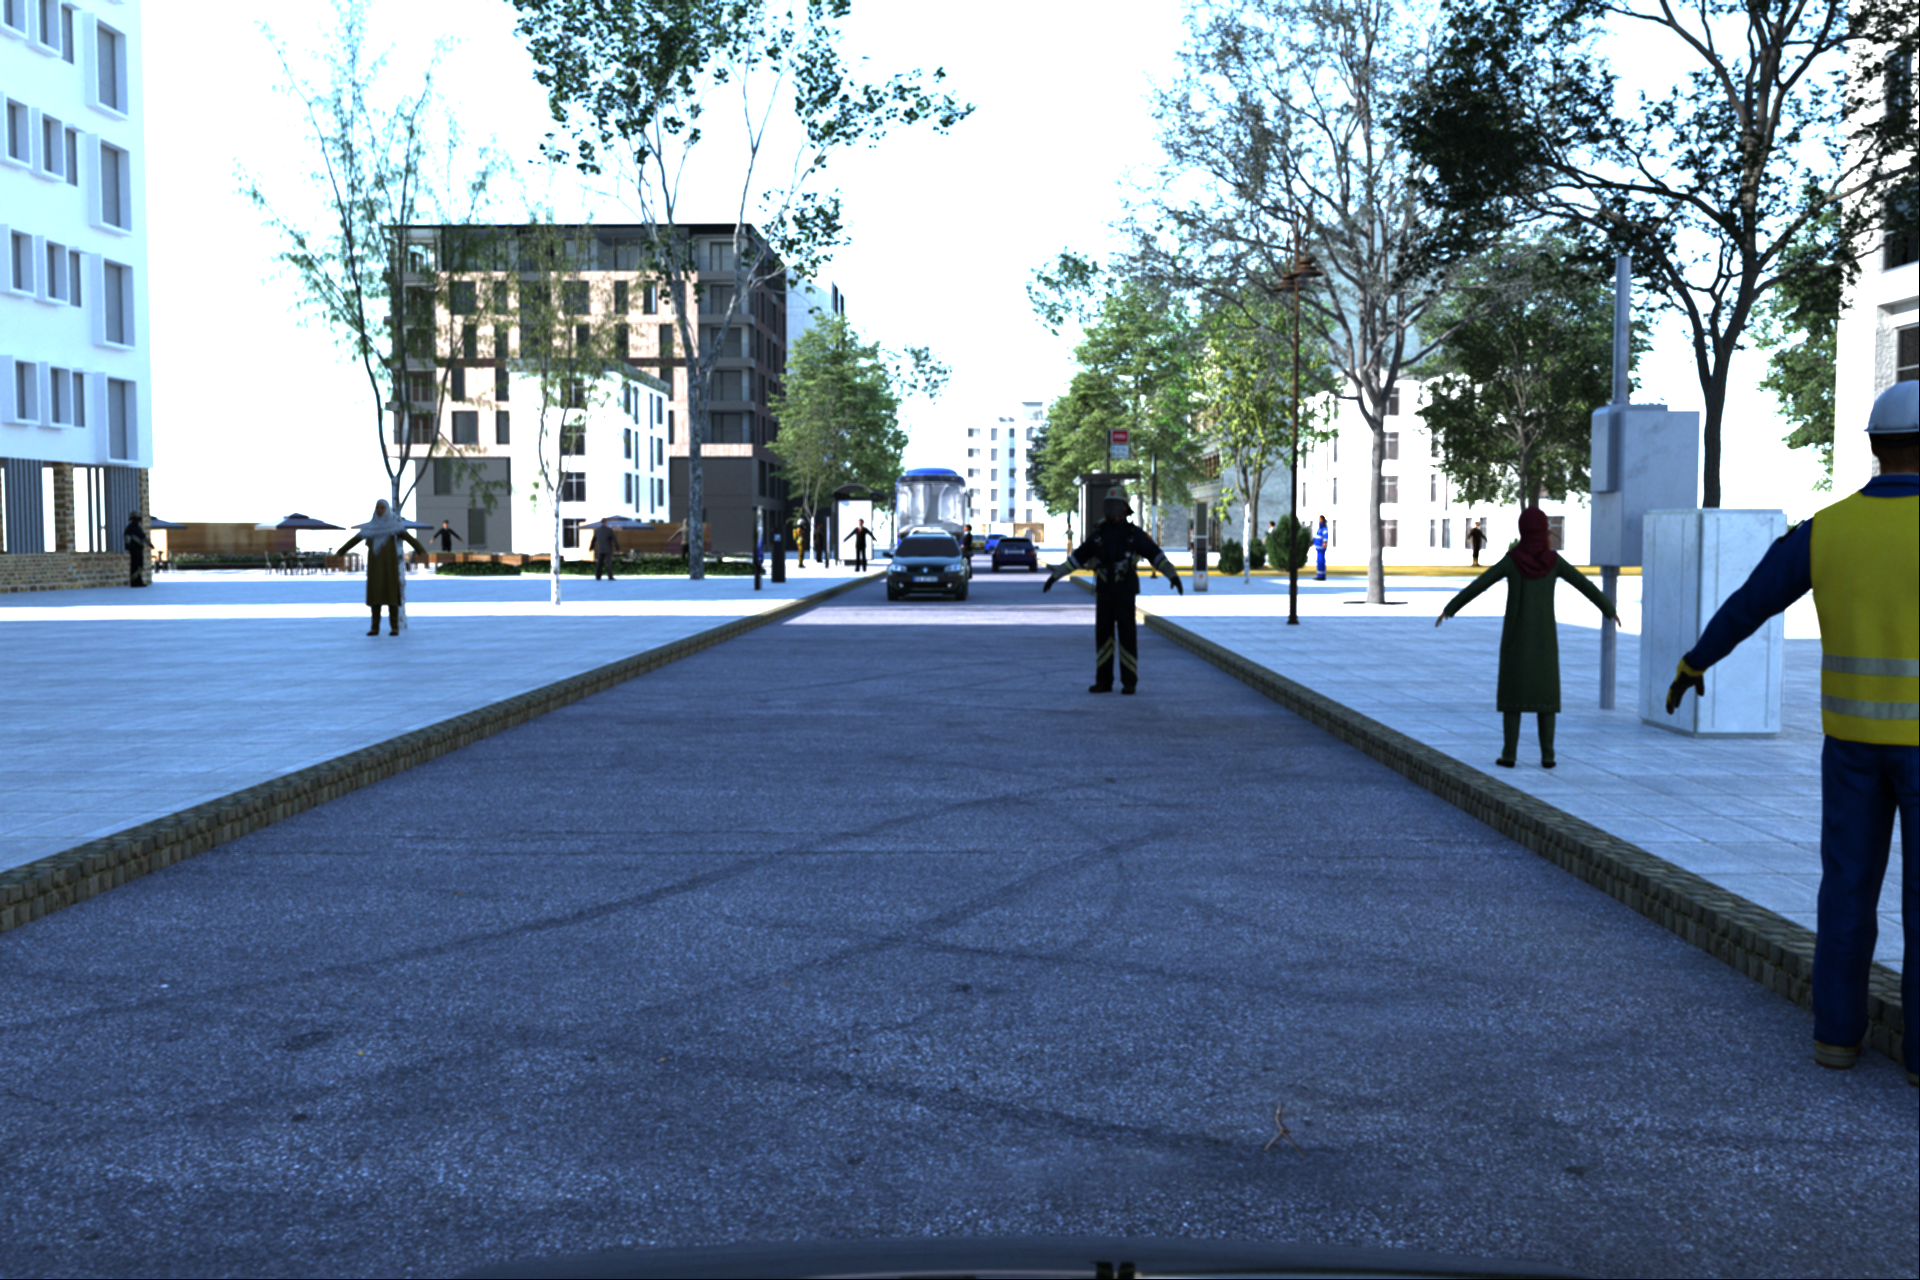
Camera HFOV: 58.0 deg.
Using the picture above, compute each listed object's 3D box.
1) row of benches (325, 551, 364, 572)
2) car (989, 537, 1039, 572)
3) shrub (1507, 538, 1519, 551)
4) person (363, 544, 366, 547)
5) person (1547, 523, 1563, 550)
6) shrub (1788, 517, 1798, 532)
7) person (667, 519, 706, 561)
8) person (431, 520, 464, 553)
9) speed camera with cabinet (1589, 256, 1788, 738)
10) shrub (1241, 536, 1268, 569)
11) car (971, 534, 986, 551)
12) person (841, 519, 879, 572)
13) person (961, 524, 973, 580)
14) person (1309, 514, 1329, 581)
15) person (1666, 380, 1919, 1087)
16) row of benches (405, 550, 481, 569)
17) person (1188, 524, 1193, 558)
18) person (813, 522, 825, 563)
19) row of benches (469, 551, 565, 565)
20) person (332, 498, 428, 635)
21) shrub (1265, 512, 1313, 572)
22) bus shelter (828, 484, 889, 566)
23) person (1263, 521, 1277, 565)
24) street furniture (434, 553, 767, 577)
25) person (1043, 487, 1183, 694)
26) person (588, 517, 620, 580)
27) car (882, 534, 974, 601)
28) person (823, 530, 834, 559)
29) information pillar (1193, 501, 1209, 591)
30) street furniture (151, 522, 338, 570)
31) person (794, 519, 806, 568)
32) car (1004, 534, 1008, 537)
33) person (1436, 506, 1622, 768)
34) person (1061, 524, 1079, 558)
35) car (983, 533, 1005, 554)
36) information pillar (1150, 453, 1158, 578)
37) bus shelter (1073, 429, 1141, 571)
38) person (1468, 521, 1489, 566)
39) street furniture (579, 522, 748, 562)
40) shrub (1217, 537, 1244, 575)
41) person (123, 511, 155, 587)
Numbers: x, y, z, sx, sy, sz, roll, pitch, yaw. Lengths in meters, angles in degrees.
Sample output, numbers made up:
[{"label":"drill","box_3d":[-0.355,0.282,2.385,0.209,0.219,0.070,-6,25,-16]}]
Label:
[{"label":"row of benches","box_3d":[-21.243,-2.718,59.896,1.422,0.672,4.104,-1,4,-10]},{"label":"car","box_3d":[2.090,-3.309,66.684,1.945,1.354,3.894,0,4,1]},{"label":"shrub","box_3d":[21.266,-3.366,66.155,1.383,1.207,1.383,0,3,0]},{"label":"person","box_3d":[-16.472,-2.573,48.857,0.721,1.737,1.214,1,4,10]},{"label":"person","box_3d":[23.193,-3.771,68.459,1.217,1.733,0.721,1,4,22]},{"label":"shrub","box_3d":[30.195,-3.648,63.689,1.661,2.075,1.752,0,3,0]},{"label":"person","box_3d":[-9.510,-3.310,60.241,1.348,1.813,0.705,-1,4,-11]},{"label":"person","box_3d":[-20.707,-3.910,69.858,1.347,1.837,0.705,-2,4,-34]},{"label":"speed camera with cabinet","box_3d":[4.911,-1.066,11.773,0.660,3.252,2.038,0,4,1]},{"label":"shrub","box_3d":[10.857,-3.217,63.719,1.383,1.207,1.383,0,3,0]},{"label":"car","box_3d":[1.380,-7.618,134.774,2.015,1.641,3.980,0,4,1]},{"label":"person","box_3d":[-3.375,-3.218,58.805,1.347,1.806,0.705,1,4,16]},{"label":"person","box_3d":[0.168,-2.731,53.833,0.721,1.740,1.216,1,4,11]},{"label":"person","box_3d":[9.897,-2.545,47.583,0.704,1.831,1.345,0,4,-5]},{"label":"person","box_3d":[2.505,0.234,4.599,0.705,1.833,1.349,-3,5,-43]},{"label":"row of benches","box_3d":[-19.626,-3.063,65.540,1.422,0.672,4.104,2,4,26]},{"label":"person","box_3d":[12.311,-5.196,91.097,0.704,1.843,1.345,-1,4,-23]},{"label":"person","box_3d":[-6.215,-4.326,76.958,0.704,1.802,1.346,-2,4,-34]},{"label":"row of benches","box_3d":[-15.656,-2.808,61.370,4.104,0.672,1.422,2,4,29]},{"label":"person","box_3d":[-7.307,-0.922,21.857,1.217,1.736,0.721,0,4,1]},{"label":"shrub","box_3d":[11.102,-3.332,58.512,1.661,2.075,1.752,0,3,0]},{"label":"bus shelter","box_3d":[-4.166,-4.789,72.227,2.014,3.302,5.546,0,4,2]},{"label":"person","box_3d":[12.918,-4.016,71.845,0.705,1.806,1.347,2,4,33]},{"label":"street furniture","box_3d":[-11.005,-2.368,54.339,10.072,0.657,5.734,0,4,0]},{"label":"person","box_3d":[1.398,-0.450,15.600,1.354,1.856,0.705,2,4,29]},{"label":"person","box_3d":[-9.914,-2.553,48.335,0.990,1.755,0.434,1,4,22]},{"label":"car","box_3d":[-0.688,-1.761,38.578,2.009,1.686,4.222,0,4,1]},{"label":"person","box_3d":[-6.755,-5.017,88.154,0.704,1.817,1.347,-3,4,-36]},{"label":"information pillar","box_3d":[5.386,-2.097,38.780,0.304,2.012,0.304,0,4,1]},{"label":"street furniture","box_3d":[-26.637,-3.557,65.011,11.010,1.723,9.812,-3,5,-44]},{"label":"person","box_3d":[-5.979,-3.659,65.601,0.705,1.858,1.354,0,4,-2]},{"label":"car","box_3d":[3.637,-9.005,157.025,2.009,1.686,4.222,0,4,0]},{"label":"person","box_3d":[3.142,-0.022,9.572,0.989,1.438,0.599,1,4,10]},{"label":"person","box_3d":[5.696,-5.086,89.423,1.348,1.796,0.705,3,5,43]},{"label":"car","box_3d":[2.624,-7.141,126.354,1.945,1.707,3.694,0,4,0]},{"label":"information pillar","box_3d":[5.629,-3.602,50.247,0.183,3.616,0.504,0,4,1]},{"label":"bus shelter","box_3d":[5.315,-5.273,63.847,2.179,5.291,8.768,0,4,2]},{"label":"person","box_3d":[20.556,-3.836,68.851,1.346,1.812,0.704,-3,4,-38]},{"label":"street furniture","box_3d":[-11.358,-3.737,67.957,11.010,1.723,9.812,-2,4,-28]},{"label":"shrub","box_3d":[8.483,-2.632,54.145,1.383,1.207,1.383,0,3,0]},{"label":"person","box_3d":[-19.885,-2.202,41.864,0.704,1.845,1.351,0,4,0]}]
